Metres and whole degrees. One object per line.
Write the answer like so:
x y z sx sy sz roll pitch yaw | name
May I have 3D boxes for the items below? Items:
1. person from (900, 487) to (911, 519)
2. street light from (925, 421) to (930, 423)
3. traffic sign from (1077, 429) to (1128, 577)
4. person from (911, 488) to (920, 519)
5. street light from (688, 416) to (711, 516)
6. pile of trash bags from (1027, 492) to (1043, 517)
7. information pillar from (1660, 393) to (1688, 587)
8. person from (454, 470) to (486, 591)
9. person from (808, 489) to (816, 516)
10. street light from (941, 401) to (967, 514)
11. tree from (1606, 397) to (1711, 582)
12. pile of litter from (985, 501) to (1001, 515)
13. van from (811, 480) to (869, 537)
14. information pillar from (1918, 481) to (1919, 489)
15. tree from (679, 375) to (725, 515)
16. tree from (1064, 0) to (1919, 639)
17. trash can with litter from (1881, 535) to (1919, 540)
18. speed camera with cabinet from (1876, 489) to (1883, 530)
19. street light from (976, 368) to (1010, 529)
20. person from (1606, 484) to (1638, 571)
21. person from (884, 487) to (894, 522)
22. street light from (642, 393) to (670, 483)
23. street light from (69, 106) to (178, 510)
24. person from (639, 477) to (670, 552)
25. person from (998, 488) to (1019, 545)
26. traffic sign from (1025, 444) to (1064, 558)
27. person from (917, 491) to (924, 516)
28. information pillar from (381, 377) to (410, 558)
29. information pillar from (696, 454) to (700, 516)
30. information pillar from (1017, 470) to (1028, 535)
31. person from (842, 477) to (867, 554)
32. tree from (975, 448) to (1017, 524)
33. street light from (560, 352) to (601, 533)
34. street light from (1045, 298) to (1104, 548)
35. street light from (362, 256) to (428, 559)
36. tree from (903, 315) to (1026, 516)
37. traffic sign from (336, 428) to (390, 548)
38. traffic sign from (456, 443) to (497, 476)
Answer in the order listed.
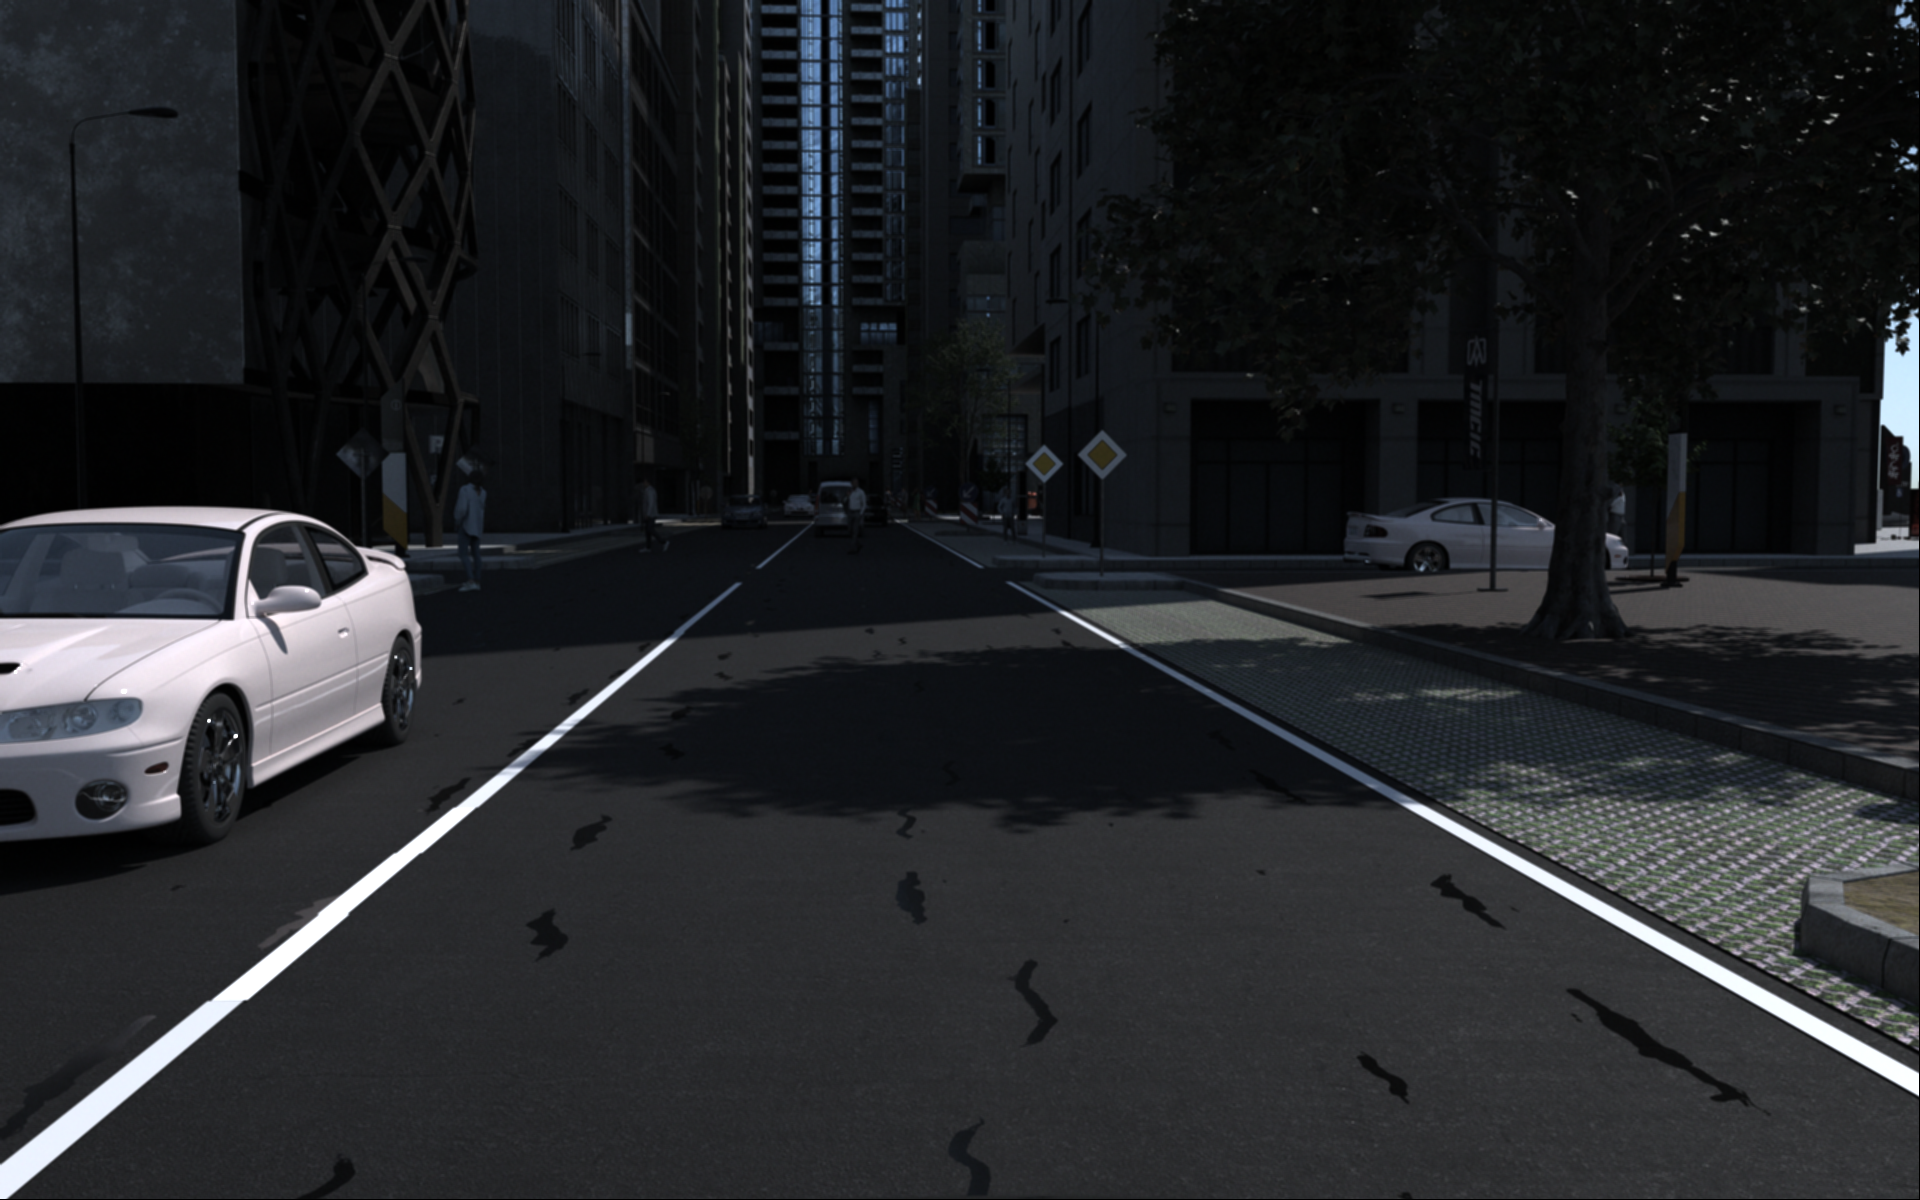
-3.179 -5.499 98.530 0.853 1.813 0.709 -3 4 -38 | person
-1.532 -8.402 109.918 1.470 5.913 1.316 0 4 -4 | street light
2.202 -1.422 26.891 0.795 2.450 0.064 0 4 -4 | traffic sign
-2.389 -5.338 96.021 0.529 1.795 0.600 -2 4 -34 | person
-15.397 -7.950 102.530 1.470 5.913 1.316 0 4 -4 | street light
4.975 -5.606 101.402 1.912 1.369 3.447 2 4 31 | pile of trash bags
9.858 -1.985 23.816 0.183 3.616 0.504 0 4 3 | information pillar
-7.270 -1.040 25.774 0.793 1.790 0.793 0 4 -8 | person
-9.480 -6.245 111.129 0.750 1.759 0.617 0 4 6 | person
-0.222 -6.996 86.919 1.470 5.913 1.316 0 4 -4 | street light
10.419 -1.903 25.711 1.663 3.219 1.824 0 3 0 | tree
2.081 -5.796 108.722 1.176 0.858 1.719 1 4 16 | pile of litter
-4.101 -3.178 58.967 2.013 2.044 4.112 0 4 -3 | van
55.753 -5.868 100.441 0.304 2.012 0.304 2 4 24 | information pillar
-16.391 -9.544 106.407 4.737 8.622 4.395 0 3 0 | tree
5.741 -6.016 15.373 9.611 12.733 9.660 0 3 0 | tree
26.878 -2.306 48.754 2.233 1.210 1.678 0 4 -4 | trash can with litter
31.741 -4.076 60.973 2.038 3.252 0.660 -3 4 -36 | speed camera with cabinet
1.277 -5.599 64.084 1.470 5.913 1.316 0 4 -4 | street light
12.065 -1.427 31.930 0.850 1.850 0.679 2 4 34 | person
-3.604 -4.826 87.498 0.778 1.811 0.616 3 4 38 | person
-14.040 -6.553 79.686 1.470 5.913 1.316 0 4 -4 | street light
-10.071 -2.956 20.878 1.470 5.913 1.316 0 4 -4 | street light
-7.539 -2.099 42.662 0.795 1.843 0.661 0 4 -1 | person
1.350 -2.344 48.632 0.589 1.601 0.330 0 4 -5 | person
1.689 -1.909 34.859 0.795 2.450 0.064 0 4 -4 | traffic sign
-2.594 -6.177 110.956 0.593 1.643 0.415 -1 4 -11 | person
-11.360 -2.658 34.807 0.504 3.616 0.183 0 4 6 | information pillar
-15.320 -6.725 101.301 0.183 3.616 0.504 0 4 -4 | information pillar
1.932 -3.023 53.916 0.304 2.012 0.304 0 4 -6 | information pillar
-2.549 -2.016 41.556 0.679 1.850 0.850 2 4 25 | person
1.338 -4.854 73.968 1.663 3.219 1.824 0 3 0 | tree
-12.424 -5.149 56.724 1.470 5.913 1.316 0 4 -4 | street light
2.723 -4.202 41.246 1.470 5.913 1.316 0 4 -4 | street light
-11.065 -3.752 33.880 1.470 5.913 1.316 0 4 -4 | street light
0.164 -10.693 100.586 9.928 11.665 9.643 0 3 0 | tree
-9.021 -1.379 26.192 0.795 2.450 0.064 0 4 -4 | traffic sign
-9.533 -1.867 34.161 0.795 2.450 0.064 0 4 -4 | traffic sign
